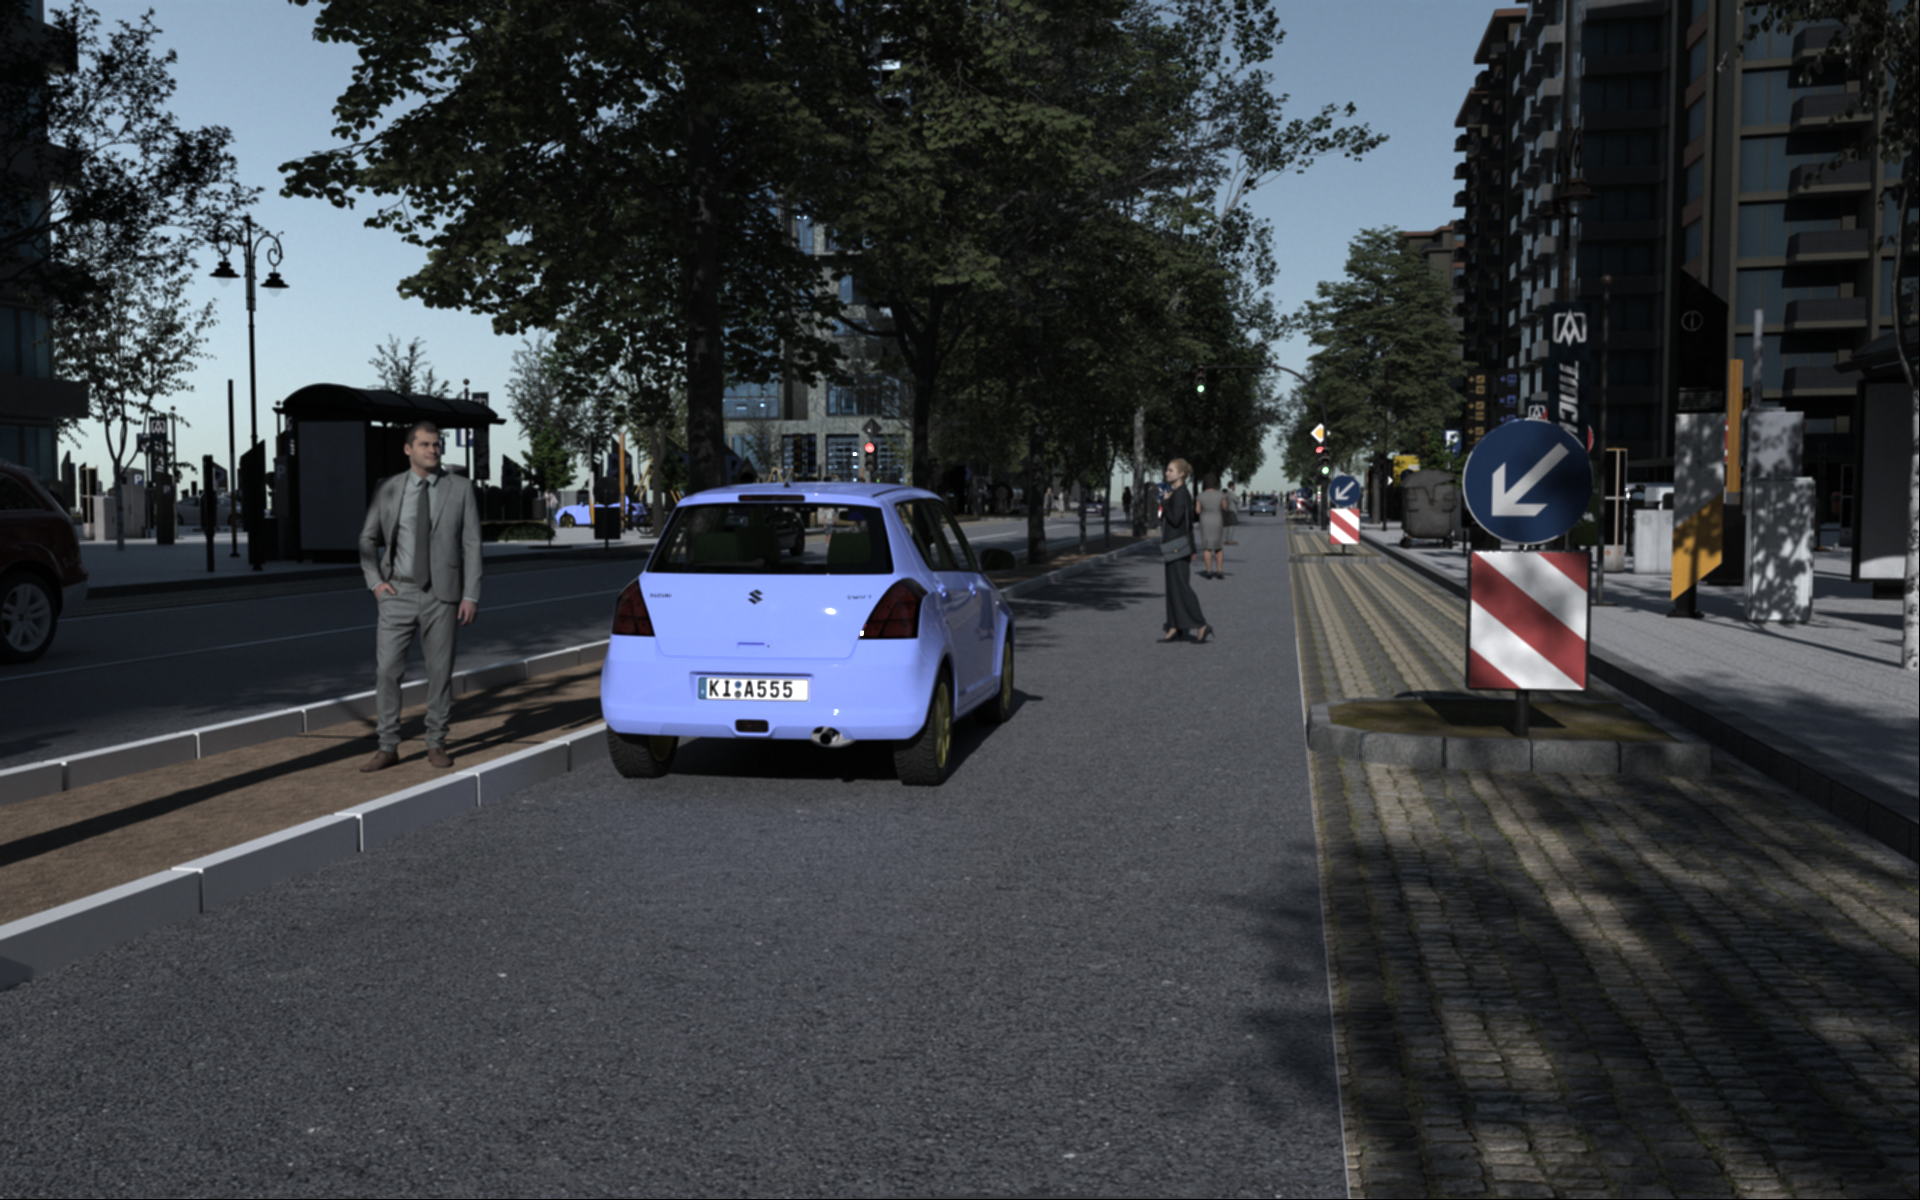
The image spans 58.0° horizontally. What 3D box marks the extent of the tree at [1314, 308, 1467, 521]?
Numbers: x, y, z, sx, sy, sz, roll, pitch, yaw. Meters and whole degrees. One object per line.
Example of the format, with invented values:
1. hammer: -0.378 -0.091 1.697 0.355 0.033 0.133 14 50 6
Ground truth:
1. tree: 20.489 -9.057 82.496 7.601 10.594 8.767 0 3 0

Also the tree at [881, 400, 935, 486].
1. tree: -3.609 -11.071 131.372 4.737 8.622 4.395 0 3 0

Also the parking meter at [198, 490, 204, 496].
1. parking meter: -44.688 -5.732 102.123 0.372 1.533 0.369 0 3 0

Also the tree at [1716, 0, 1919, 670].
1. tree: 7.217 -3.792 12.357 4.360 8.622 3.978 0 3 0

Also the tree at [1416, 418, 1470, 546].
1. tree: 11.891 -2.977 43.269 1.663 3.219 1.824 0 3 0

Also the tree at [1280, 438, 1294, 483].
1. tree: 57.336 -22.707 289.393 7.486 12.596 7.792 0 3 0

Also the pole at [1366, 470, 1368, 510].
1. pole: 32.728 -8.878 138.998 0.158 3.312 0.155 0 3 0

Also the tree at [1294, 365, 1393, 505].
1. tree: 29.570 -12.654 132.646 9.928 11.665 9.643 0 3 0

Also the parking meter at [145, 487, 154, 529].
1. parking meter: -29.781 -3.371 63.532 0.372 1.533 0.369 0 3 0

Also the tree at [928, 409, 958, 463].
1. tree: -1.494 -11.740 142.318 4.360 8.622 3.978 0 3 0

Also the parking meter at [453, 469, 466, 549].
1. parking meter: -11.723 -2.134 40.597 0.399 1.863 0.255 1 4 23

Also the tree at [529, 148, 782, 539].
1. tree: -8.830 -7.621 50.362 9.928 11.665 9.643 0 3 0

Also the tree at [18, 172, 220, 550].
1. tree: -19.054 -5.431 39.161 4.360 8.622 3.978 0 3 0

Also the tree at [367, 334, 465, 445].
1. tree: -25.269 -7.932 80.049 4.737 8.622 4.395 0 3 0

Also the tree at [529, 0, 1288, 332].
1. tree: -0.571 -6.862 25.023 12.009 13.543 11.850 0 3 0

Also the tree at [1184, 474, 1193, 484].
1. tree: 39.384 -22.474 301.858 7.601 10.594 8.767 0 4 -8

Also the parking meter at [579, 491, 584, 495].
1. parking meter: -27.724 -7.246 126.876 0.372 1.533 0.369 0 3 0

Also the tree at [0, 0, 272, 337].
1. tree: -13.504 -5.390 22.541 8.767 10.594 7.601 -2 4 -33

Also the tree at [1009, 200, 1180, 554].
1. tree: 2.904 -5.383 40.830 4.737 8.622 4.395 0 3 0

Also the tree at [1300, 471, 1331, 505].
1. tree: 54.304 -17.454 269.078 4.285 4.588 4.351 0 3 0

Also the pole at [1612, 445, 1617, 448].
1. pole: 26.987 -4.749 71.485 0.158 3.312 0.155 0 3 0

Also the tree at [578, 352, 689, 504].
1. tree: -15.984 -8.413 87.912 4.737 8.622 4.395 0 3 0

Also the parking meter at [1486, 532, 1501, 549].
1. parking meter: 11.333 -1.905 36.866 0.399 1.863 0.255 2 4 32

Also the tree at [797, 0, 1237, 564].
1. tree: 1.604 -6.976 34.646 7.486 12.596 7.792 0 3 0

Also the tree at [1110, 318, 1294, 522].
1. tree: 12.192 -9.883 89.798 9.928 11.665 9.643 0 3 0

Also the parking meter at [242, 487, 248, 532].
1. parking meter: -24.152 -3.080 58.770 0.372 1.533 0.369 0 3 0

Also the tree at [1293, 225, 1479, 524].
1. tree: 18.163 -9.509 73.594 7.486 12.596 7.792 0 3 0

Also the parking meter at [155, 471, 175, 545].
1. parking meter: -20.242 -2.348 44.108 0.255 1.863 0.399 3 4 37

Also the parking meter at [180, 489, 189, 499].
1. parking meter: -37.351 -4.590 83.454 0.372 1.533 0.369 0 3 0

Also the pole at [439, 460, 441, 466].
1. pole: -28.460 -6.172 94.755 0.158 3.312 0.155 0 3 0

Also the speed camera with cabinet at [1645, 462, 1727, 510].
1. speed camera with cabinet: 17.484 -2.884 41.482 2.038 3.252 0.660 -1 4 -10

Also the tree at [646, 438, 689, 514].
1. tree: -9.904 -3.912 58.562 1.663 3.219 1.824 0 3 0

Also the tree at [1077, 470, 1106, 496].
1. tree: 12.131 -10.703 158.705 4.285 4.588 4.351 0 3 0

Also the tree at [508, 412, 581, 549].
1. tree: -9.841 -2.832 40.901 1.663 3.219 1.824 0 3 0

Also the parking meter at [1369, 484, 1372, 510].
1. parking meter: 22.909 -5.529 96.117 0.399 1.863 0.255 1 4 13

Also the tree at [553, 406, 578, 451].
1. tree: -20.799 -9.095 99.061 4.737 8.622 4.395 0 3 0

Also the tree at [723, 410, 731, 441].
1. tree: -15.486 -9.090 98.984 4.737 8.622 4.395 0 3 0

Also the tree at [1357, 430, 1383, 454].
1. tree: 32.086 -14.808 152.480 12.009 13.543 11.850 0 3 0

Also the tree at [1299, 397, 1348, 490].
1. tree: 26.803 -10.749 126.103 4.360 8.622 3.978 0 3 0

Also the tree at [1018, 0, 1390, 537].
1. tree: 7.024 -12.110 56.351 12.611 20.169 13.585 0 3 0

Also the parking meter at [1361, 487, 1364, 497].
1. parking meter: 32.855 -8.312 141.617 0.255 1.863 0.399 1 4 11

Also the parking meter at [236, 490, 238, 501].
1. parking meter: -40.179 -5.393 96.592 0.372 1.533 0.369 0 3 0

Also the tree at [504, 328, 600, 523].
1. tree: -18.392 -7.783 77.620 4.360 8.622 3.978 0 3 0

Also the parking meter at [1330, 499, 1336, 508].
1. parking meter: 23.267 -6.263 108.110 0.399 1.863 0.255 1 4 19

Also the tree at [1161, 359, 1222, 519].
1. tree: 10.641 -7.911 82.168 4.360 8.622 3.978 0 3 0

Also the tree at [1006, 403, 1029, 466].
1. tree: 8.429 -13.539 138.362 9.611 12.733 9.660 0 3 0

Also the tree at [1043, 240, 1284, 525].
1. tree: 9.040 -9.522 75.147 9.611 12.733 9.660 0 3 0

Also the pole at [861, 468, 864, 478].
1. pole: -7.722 -8.745 136.816 0.158 3.312 0.155 0 3 0

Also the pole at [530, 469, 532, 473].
1. pole: -25.958 -6.778 104.664 0.158 3.312 0.155 0 3 0

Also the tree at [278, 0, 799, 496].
1. tree: -2.196 -5.745 14.516 7.486 12.596 7.792 0 3 0

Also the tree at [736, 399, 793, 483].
1. tree: -15.274 -11.304 135.176 4.360 8.622 3.978 0 3 0

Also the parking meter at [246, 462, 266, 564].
1. parking meter: -12.898 -1.592 31.733 0.255 1.863 0.399 -1 4 -14

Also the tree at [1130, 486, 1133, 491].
1. tree: 21.238 -12.988 206.954 1.663 3.219 1.824 0 3 0
